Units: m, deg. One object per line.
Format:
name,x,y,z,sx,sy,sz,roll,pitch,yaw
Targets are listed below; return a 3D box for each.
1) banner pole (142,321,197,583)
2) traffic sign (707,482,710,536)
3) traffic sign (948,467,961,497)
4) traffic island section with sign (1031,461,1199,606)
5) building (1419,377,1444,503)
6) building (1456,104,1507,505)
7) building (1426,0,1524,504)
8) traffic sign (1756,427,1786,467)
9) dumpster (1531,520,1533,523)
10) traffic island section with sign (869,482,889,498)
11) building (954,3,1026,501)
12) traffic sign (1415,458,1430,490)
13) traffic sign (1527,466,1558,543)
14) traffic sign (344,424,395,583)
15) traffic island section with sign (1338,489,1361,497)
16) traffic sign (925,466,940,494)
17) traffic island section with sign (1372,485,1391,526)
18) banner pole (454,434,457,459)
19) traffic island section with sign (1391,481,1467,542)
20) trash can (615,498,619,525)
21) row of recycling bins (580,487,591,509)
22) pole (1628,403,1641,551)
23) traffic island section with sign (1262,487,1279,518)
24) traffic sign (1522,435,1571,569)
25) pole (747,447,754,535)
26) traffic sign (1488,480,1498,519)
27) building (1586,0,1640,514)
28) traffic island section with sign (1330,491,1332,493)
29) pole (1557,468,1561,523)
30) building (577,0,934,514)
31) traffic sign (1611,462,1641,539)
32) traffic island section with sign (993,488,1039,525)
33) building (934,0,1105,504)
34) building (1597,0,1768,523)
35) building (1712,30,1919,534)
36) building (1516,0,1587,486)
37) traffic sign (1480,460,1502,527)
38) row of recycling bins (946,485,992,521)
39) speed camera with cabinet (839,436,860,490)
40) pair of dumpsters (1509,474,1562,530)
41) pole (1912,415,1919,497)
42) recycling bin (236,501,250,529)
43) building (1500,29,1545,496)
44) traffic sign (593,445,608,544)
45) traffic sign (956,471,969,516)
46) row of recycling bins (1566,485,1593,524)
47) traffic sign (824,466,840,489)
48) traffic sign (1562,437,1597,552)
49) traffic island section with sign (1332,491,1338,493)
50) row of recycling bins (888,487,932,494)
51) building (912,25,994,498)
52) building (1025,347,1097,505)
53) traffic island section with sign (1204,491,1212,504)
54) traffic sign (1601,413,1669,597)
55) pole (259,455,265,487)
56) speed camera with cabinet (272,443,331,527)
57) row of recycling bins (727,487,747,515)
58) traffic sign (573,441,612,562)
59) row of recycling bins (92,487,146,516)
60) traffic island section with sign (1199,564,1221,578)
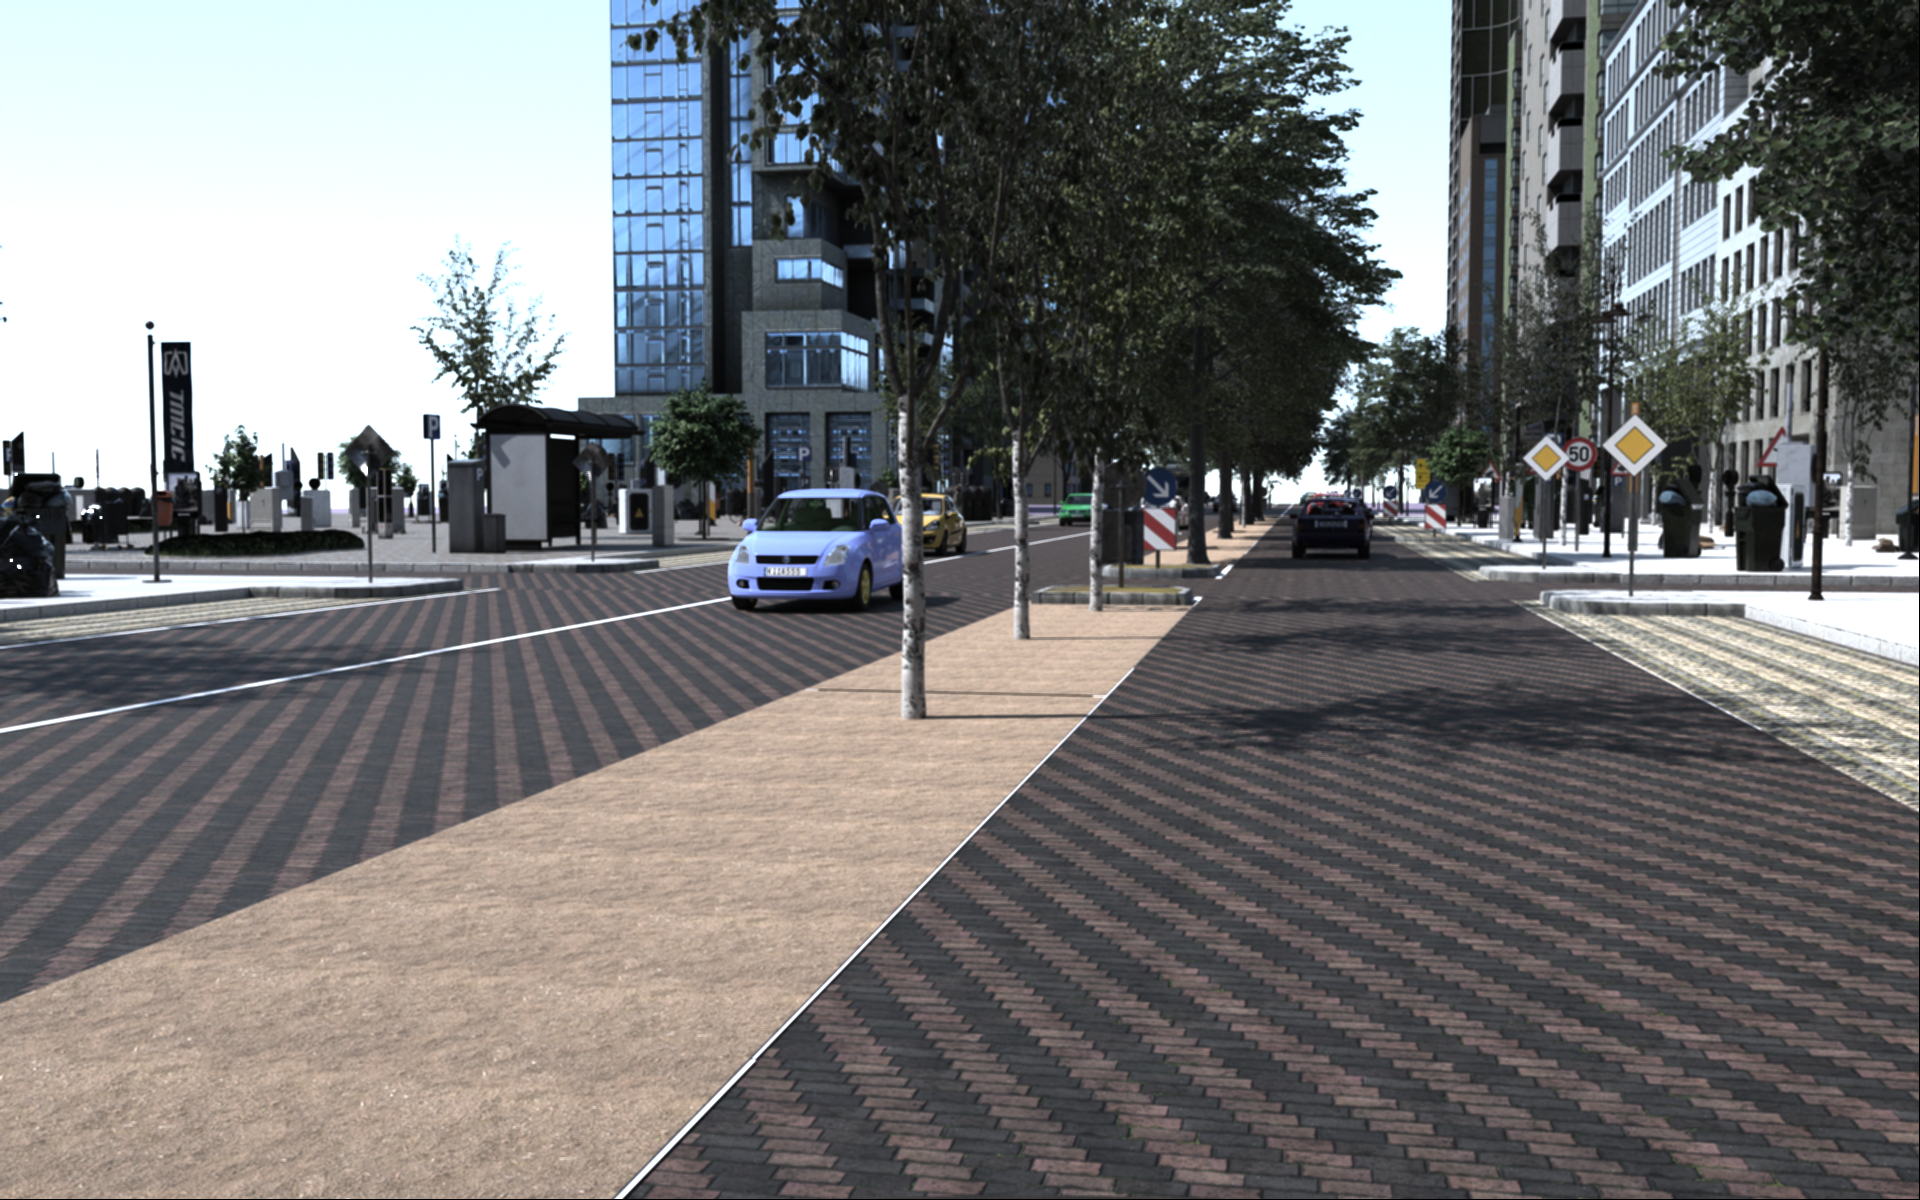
banner pole,-11.473,-2.145,25.096,0.863,3.779,0.401,0,4,7
traffic sign,-7.649,-3.210,52.586,0.768,2.556,0.104,1,4,16
traffic sign,-0.271,-4.910,80.380,0.768,2.556,0.104,1,4,19
traffic island section with sign,2.092,-0.920,23.183,2.006,1.907,1.989,1,4,11
building,78.998,-24.170,240.211,27.650,21.520,28.899,1,4,11
building,64.998,-33.586,199.239,14.600,45.320,14.200,1,4,11
building,69.744,-47.528,215.336,20.563,71.187,20.611,1,4,11
traffic sign,15.887,-2.052,33.559,0.884,2.594,0.081,1,4,14
dumpster,24.566,-4.263,75.459,1.264,1.857,1.865,1,4,11
traffic island section with sign,-2.638,-2.821,54.755,1.989,1.847,2.006,1,4,11
building,-1.851,-31.247,161.005,14.600,45.320,14.200,1,4,11
traffic sign,26.638,-6.302,96.905,2.265,3.308,0.079,1,4,14
traffic sign,15.396,-2.801,45.806,0.884,2.594,0.081,1,4,12
traffic sign,-8.517,-1.305,24.978,0.795,2.450,0.064,1,4,11
traffic island section with sign,28.992,-7.247,127.119,1.989,1.847,2.006,1,4,11
traffic sign,-1.166,-4.666,76.388,0.768,2.556,0.104,1,4,14
traffic island section with sign,19.351,-4.273,78.493,1.989,1.847,2.006,1,4,11
banner pole,-21.161,-5.059,72.736,0.401,3.779,0.863,-1,4,-17
traffic island section with sign,14.117,-2.656,52.049,1.989,1.847,2.006,1,4,11
trash can,-13.377,-3.508,69.008,0.748,1.137,0.748,0,3,0
row of recycling bins,-20.071,-5.218,92.427,1.069,1.692,3.534,0,4,-1
pole,15.102,-2.748,38.780,0.158,3.312,0.155,0,3,0
traffic island section with sign,18.147,-5.873,104.158,2.006,1.907,1.989,1,4,11
traffic sign,9.948,-1.578,29.449,0.795,2.450,0.064,1,4,11
pole,-6.497,-3.662,53.725,0.158,3.312,0.155,0,3,0
traffic sign,25.554,-5.119,83.702,0.884,2.594,0.081,1,4,20
building,48.204,-26.329,114.072,14.154,41.232,14.086,1,4,11
traffic island section with sign,45.141,-12.227,208.544,1.989,1.847,2.006,1,4,11
pole,24.392,-4.692,70.549,0.158,3.312,0.155,0,3,0
building,-12.589,-49.649,124.437,22.319,86.520,31.000,1,4,11
traffic sign,19.136,-3.054,49.931,0.884,2.594,0.081,1,4,13
traffic island section with sign,2.695,-4.468,81.687,1.989,1.847,2.006,1,4,11
building,10.851,-57.070,245.766,22.319,86.520,31.000,1,4,11
building,39.570,-18.795,84.789,11.434,29.767,29.804,1,4,11
building,34.489,-12.661,61.763,10.420,20.320,16.860,1,4,11
building,58.544,-33.258,133.013,28.713,52.752,27.495,1,4,11
traffic sign,20.315,-4.062,66.411,0.884,2.594,0.081,1,4,20
row of recycling bins,0.395,-4.627,82.763,1.069,1.692,3.534,2,4,31
speed camera with cabinet,-3.933,-3.930,58.598,0.660,3.252,2.038,1,4,15
pair of dumpsters,21.336,-3.771,64.146,1.574,2.255,4.437,1,4,11
pole,24.716,-3.117,44.811,0.158,3.312,0.155,0,3,0
recycling bin,-26.156,-3.136,63.828,0.722,1.027,0.722,3,4,36
building,55.823,-28.838,155.096,14.154,41.232,14.086,1,4,11
traffic sign,-9.373,-2.709,44.401,0.768,2.556,0.104,1,4,15
traffic sign,0.093,-4.615,77.586,0.606,2.300,0.079,1,4,19
row of recycling bins,26.739,-4.226,76.215,1.069,1.692,3.534,0,4,-6
traffic sign,-4.737,-3.791,64.118,0.606,2.300,0.079,1,4,14
traffic sign,13.787,-2.357,38.635,0.768,2.556,0.104,1,4,18
traffic island section with sign,34.315,-8.891,153.998,1.989,1.847,2.006,1,4,11
row of recycling bins,-2.967,-5.594,98.569,3.534,1.692,1.069,3,5,40
building,-5.219,-28.368,147.405,14.154,41.232,14.086,1,4,11
building,2.255,-22.859,218.777,27.650,21.520,28.899,1,4,11
traffic island section with sign,33.669,-14.025,237.943,1.989,1.847,2.006,1,4,11
traffic sign,8.395,-1.099,21.616,0.795,2.450,0.064,1,4,11
pole,-36.108,-5.859,89.644,0.158,3.312,0.155,0,3,0
speed camera with cabinet,-25.492,-4.447,67.049,2.038,3.252,0.660,-2,4,-34
row of recycling bins,-13.200,-6.081,106.534,1.069,1.692,3.534,1,4,23
traffic sign,-6.964,-1.784,32.811,0.795,2.450,0.064,1,4,11
row of recycling bins,-48.631,-5.680,99.975,1.069,1.692,3.534,1,4,23
traffic island section with sign,3.542,-1.365,30.447,2.006,1.907,1.989,1,4,11
